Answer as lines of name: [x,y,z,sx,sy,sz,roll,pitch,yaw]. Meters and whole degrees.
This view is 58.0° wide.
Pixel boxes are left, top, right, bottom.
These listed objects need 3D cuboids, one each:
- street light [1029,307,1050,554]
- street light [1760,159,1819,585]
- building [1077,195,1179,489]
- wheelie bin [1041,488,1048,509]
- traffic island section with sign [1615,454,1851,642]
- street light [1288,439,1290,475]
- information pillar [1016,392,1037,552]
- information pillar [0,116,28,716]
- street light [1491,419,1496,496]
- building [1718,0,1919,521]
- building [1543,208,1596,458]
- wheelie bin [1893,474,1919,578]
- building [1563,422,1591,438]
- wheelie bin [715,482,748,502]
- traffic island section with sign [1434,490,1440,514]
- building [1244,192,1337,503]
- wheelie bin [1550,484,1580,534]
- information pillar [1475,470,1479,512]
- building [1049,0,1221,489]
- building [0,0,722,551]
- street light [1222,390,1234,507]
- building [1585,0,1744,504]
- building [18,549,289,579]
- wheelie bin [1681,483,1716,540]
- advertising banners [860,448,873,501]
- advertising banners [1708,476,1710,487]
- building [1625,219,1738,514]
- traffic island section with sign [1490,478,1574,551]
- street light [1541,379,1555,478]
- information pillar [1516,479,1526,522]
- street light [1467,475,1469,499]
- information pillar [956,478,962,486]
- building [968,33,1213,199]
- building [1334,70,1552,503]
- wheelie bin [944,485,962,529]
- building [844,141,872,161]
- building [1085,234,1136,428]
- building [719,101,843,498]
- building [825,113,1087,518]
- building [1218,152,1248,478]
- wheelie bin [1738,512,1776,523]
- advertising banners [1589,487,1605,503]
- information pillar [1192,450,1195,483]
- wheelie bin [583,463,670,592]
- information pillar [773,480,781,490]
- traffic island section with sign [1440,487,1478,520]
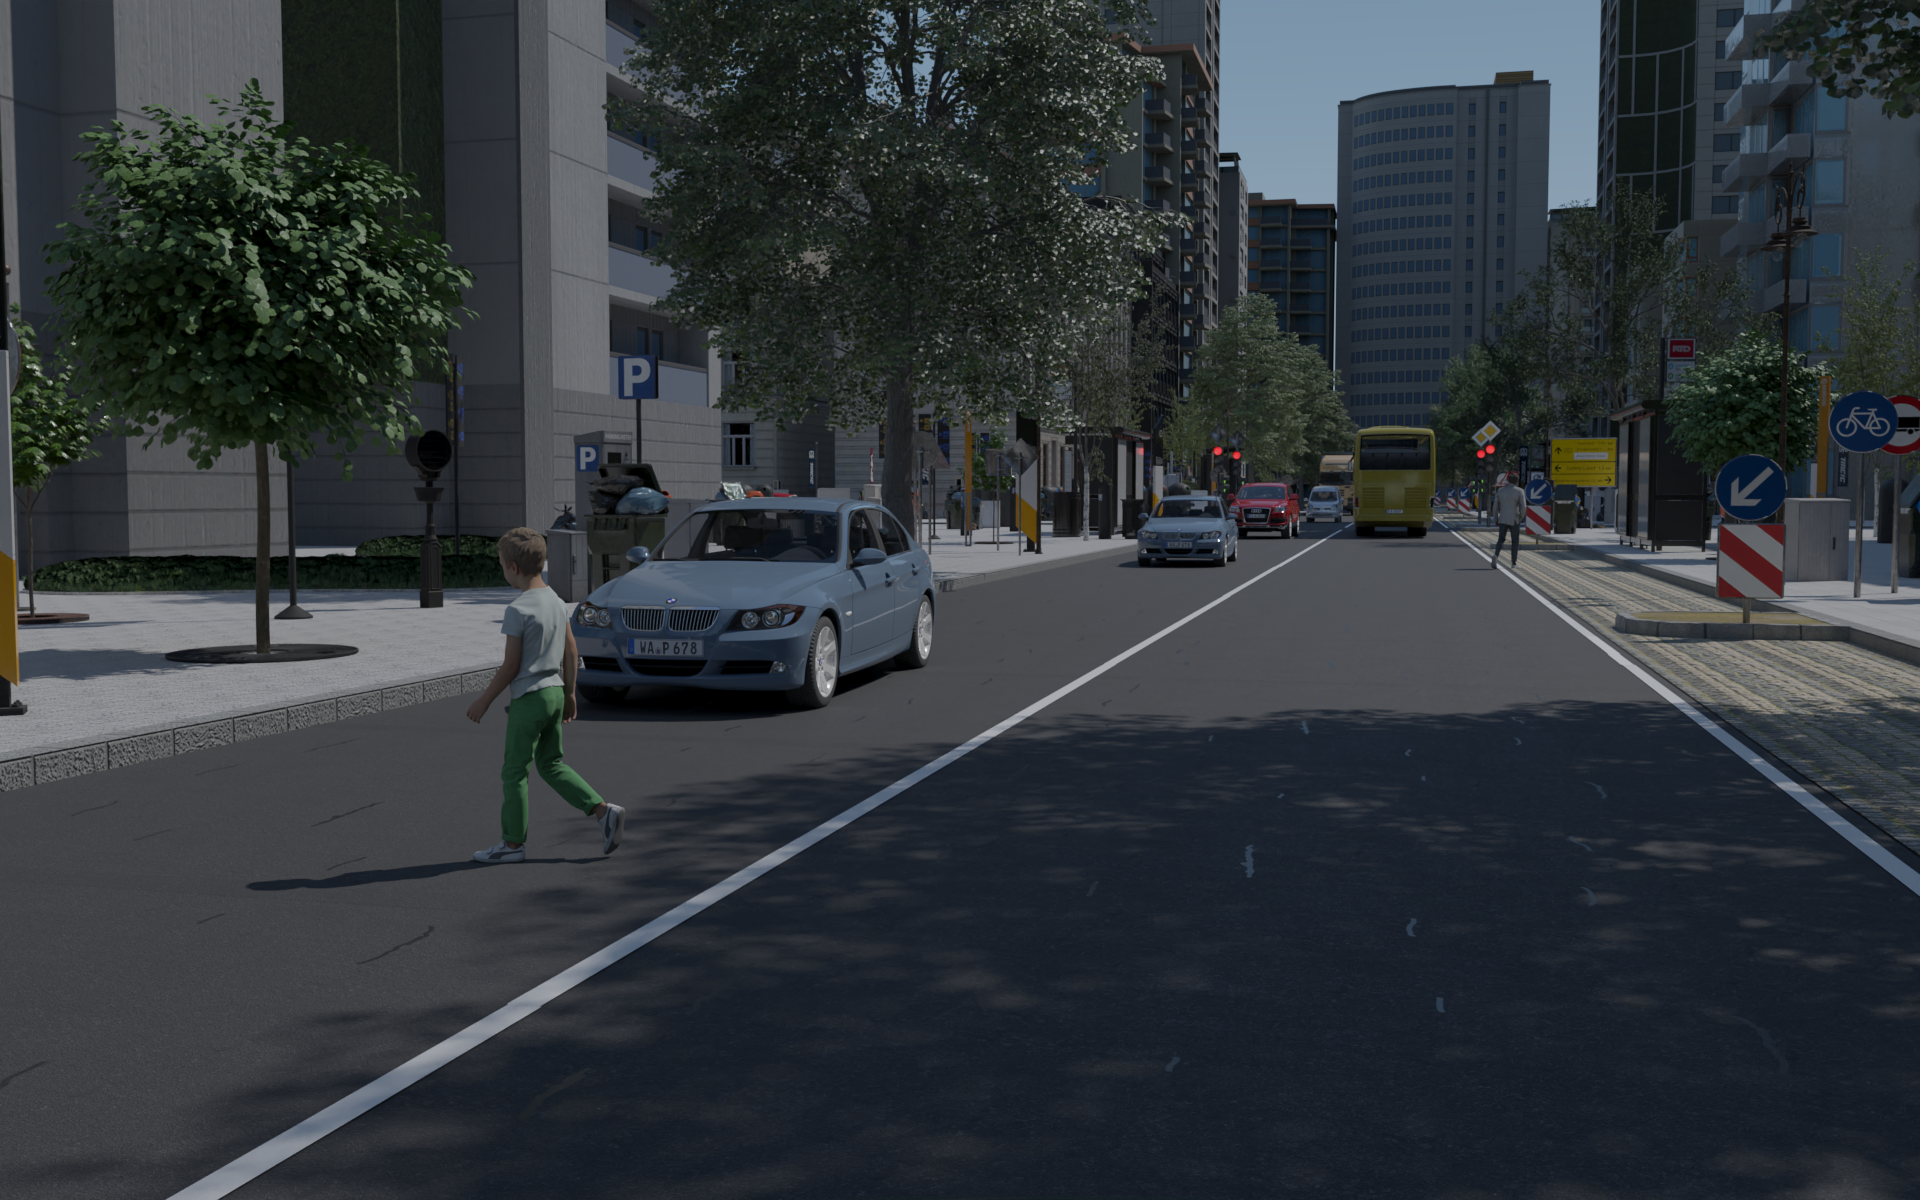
street light: [1.682,-3.918,36.849,0.468,5.910,1.993,1,4,14]
street light: [11.597,-3.154,24.361,0.468,5.910,1.993,1,4,14]
building: [10.212,-18.827,137.501,12.332,23.373,15.834,1,4,14]
wheelie bin: [3.912,-4.714,84.988,0.693,1.594,0.980,-2,4,-23]
traffic island section with sign: [7.886,-0.565,17.872,1.989,1.847,2.006,1,4,14]
street light: [22.468,-8.895,118.218,0.468,5.910,1.993,1,4,14]
information pillar: [1.488,-2.871,38.292,0.504,3.616,0.183,0,4,1]
information pillar: [-5.697,-1.136,9.923,0.504,3.616,0.183,-1,4,-21]
street light: [32.339,-8.099,105.200,0.468,5.910,1.993,1,4,14]
building: [55.716,-28.698,88.828,30.456,49.044,23.786,1,4,14]
building: [88.064,-33.967,238.951,14.086,41.232,14.154,1,4,14]
wheelie bin: [14.782,-1.142,26.586,0.693,1.594,0.980,0,4,7]
building: [78.068,-53.460,186.743,22.319,86.520,31.000,1,4,14]
wheelie bin: [-6.239,-2.397,47.102,0.980,1.594,0.693,-3,5,-42]
traffic island section with sign: [35.108,-7.074,124.286,1.989,1.847,2.006,1,4,14]
building: [40.489,-36.706,254.768,28.867,44.769,22.147,1,4,14]
wheelie bin: [19.462,-2.922,55.688,0.980,1.594,0.693,2,4,32]
information pillar: [36.871,-8.075,123.382,0.183,3.616,0.504,-1,4,-14]
building: [20.141,-46.083,191.716,20.563,71.187,20.611,1,4,14]
building: [-22.316,-31.250,52.929,28.212,58.520,21.231,1,4,14]
street light: [11.916,-6.380,77.096,0.468,5.910,1.993,1,4,14]
building: [69.507,-44.315,162.809,20.563,71.187,20.611,1,4,14]
building: [-25.188,-29.072,17.332,21.231,58.520,28.212,1,4,14]
wheelie bin: [20.457,-2.446,47.895,0.980,1.594,0.693,-2,4,-31]
advertising banners: [-3.485,-4.212,65.059,0.090,3.025,2.074,1,4,11]
advertising banners: [60.008,-8.649,137.606,2.074,3.025,0.090,0,4,-3]
building: [62.638,-16.836,120.310,27.650,21.520,28.899,1,4,14]
traffic island section with sign: [14.769,-2.210,44.760,1.989,1.847,2.006,1,4,14]
street light: [22.098,-5.650,65.167,0.468,5.910,1.993,1,4,14]
information pillar: [25.846,-4.607,79.809,0.304,2.012,0.304,-3,4,-36]
street light: [42.730,-10.572,145.644,0.468,5.910,1.993,1,4,14]
information pillar: [-0.051,-4.628,80.164,0.304,2.012,0.304,0,4,1]
building: [12.615,-31.458,168.955,22.147,44.769,28.867,1,4,14]
building: [68.043,-43.114,246.915,28.212,58.520,21.231,1,4,14]
wheelie bin: [-0.144,-3.373,63.061,0.693,1.594,0.980,-3,5,-40]
building: [-8.281,-34.225,214.209,28.867,44.769,22.147,1,4,14]
building: [6.056,-16.613,120.772,9.793,20.994,18.267,1,4,14]
building: [-21.948,-16.572,104.240,30.059,22.955,16.112,1,4,14]
building: [0.577,-16.187,100.821,11.583,22.565,21.152,1,4,14]
building: [27.444,-32.198,210.035,14.086,41.232,14.154,1,4,14]
wheelie bin: [17.072,-1.789,37.161,0.980,1.594,0.693,-3,5,-42]
advertising banners: [37.940,-6.423,101.210,2.074,3.025,0.090,2,4,26]
information pillar: [12.526,-6.214,92.960,0.183,3.616,0.504,0,4,0]
wheelie bin: [-3.426,-0.609,17.871,0.980,1.594,0.693,1,4,22]
information pillar: [-9.704,-5.352,92.004,0.304,2.012,0.304,2,4,27]
traffic island section with sign: [28.339,-5.457,97.853,1.989,1.847,2.006,1,4,14]
